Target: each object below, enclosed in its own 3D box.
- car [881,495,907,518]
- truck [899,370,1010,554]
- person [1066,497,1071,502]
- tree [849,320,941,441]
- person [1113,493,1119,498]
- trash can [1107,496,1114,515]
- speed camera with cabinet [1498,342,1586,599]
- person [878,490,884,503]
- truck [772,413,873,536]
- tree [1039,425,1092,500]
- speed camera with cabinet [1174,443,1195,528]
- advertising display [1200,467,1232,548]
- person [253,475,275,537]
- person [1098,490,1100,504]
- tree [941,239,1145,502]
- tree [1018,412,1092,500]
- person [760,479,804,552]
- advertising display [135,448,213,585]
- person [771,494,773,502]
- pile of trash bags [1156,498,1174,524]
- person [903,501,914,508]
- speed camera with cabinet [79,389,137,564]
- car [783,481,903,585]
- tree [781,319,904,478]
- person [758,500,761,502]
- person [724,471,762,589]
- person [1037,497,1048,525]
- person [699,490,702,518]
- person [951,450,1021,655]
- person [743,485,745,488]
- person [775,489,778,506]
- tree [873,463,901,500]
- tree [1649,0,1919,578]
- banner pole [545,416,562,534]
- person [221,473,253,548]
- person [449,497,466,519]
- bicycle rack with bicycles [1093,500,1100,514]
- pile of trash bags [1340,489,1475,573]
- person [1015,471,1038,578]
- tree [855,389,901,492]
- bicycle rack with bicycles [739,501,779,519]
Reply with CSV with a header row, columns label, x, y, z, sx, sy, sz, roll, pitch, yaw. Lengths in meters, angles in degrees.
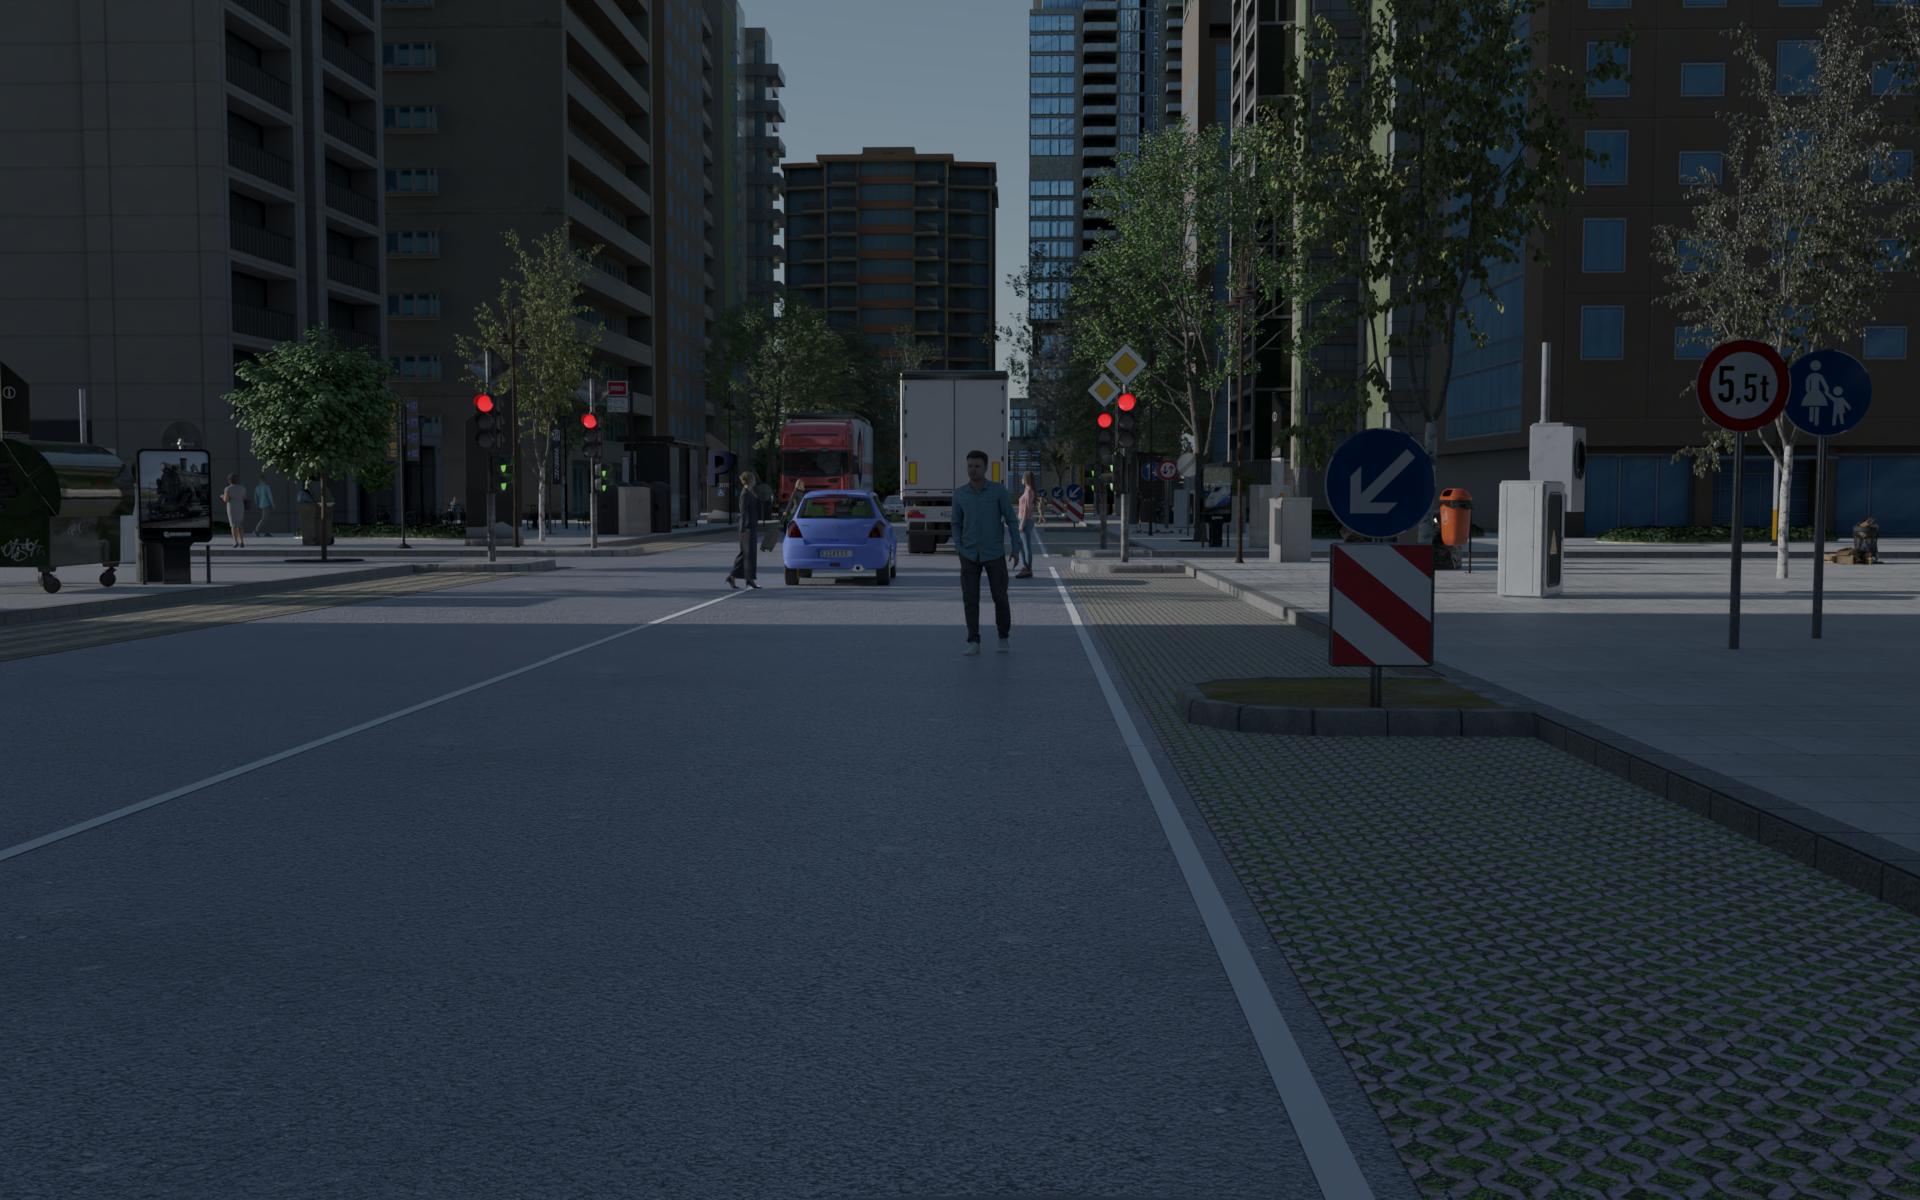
label,x,y,z,sx,sy,sz,roll,pitch,yaw
car,-3.301,-4.931,92.981,2.083,1.381,4.827,0,4,3
truck,-0.048,-3.425,44.916,2.839,4.237,11.283,0,4,1
person,11.664,-10.839,183.805,0.434,1.755,0.990,-3,5,-43
tree,-6.890,-20.499,191.042,12.611,20.169,13.585,0,3,0
person,14.324,-9.302,158.840,0.721,1.735,1.217,-1,4,-17
trash can,9.005,-5.736,105.438,0.748,1.137,0.748,0,3,0
speed camera with cabinet,7.438,-1.694,22.028,0.660,3.252,2.038,2,4,33
person,-7.493,-9.683,164.882,0.721,1.766,1.217,-3,5,-42
truck,-4.726,-4.474,62.063,2.839,4.237,11.283,0,4,1
tree,9.955,-12.238,150.451,4.360,8.622,3.978,0,3,0
speed camera with cabinet,8.791,-4.420,66.603,0.660,3.252,2.038,2,4,24
advertising display,6.167,-2.234,41.736,0.974,1.923,0.123,-3,4,-37
person,-20.752,-2.787,51.476,0.638,1.841,0.748,3,4,37
person,14.639,-10.590,179.975,0.721,1.735,1.217,3,5,42
tree,7.830,-16.697,128.881,12.611,20.169,13.585,0,3,0
tree,10.351,-14.812,176.591,8.767,10.594,7.601,0,4,-7
person,-4.372,-2.127,43.490,1.509,1.804,0.699,-3,5,-39
advertising display,-11.173,-1.189,24.652,0.974,1.923,0.123,-2,4,-35
person,-12.071,-6.240,109.883,0.589,1.601,0.330,2,4,29
pile of trash bags,9.373,-3.944,74.238,1.912,1.369,3.447,0,4,1
person,-1.407,-2.727,52.860,0.659,1.850,0.755,-1,4,-11
speed camera with cabinet,-15.928,-2.330,32.439,2.038,3.252,0.660,3,5,43
car,-1.927,-1.160,28.553,1.945,1.707,3.694,0,3,0
tree,-8.437,-13.353,124.982,9.857,13.997,8.962,0,3,0
person,-14.498,-7.214,124.730,1.217,1.736,0.721,-3,4,-36
person,-3.251,-1.056,26.185,0.534,1.772,0.576,-2,4,-29
person,3.795,-4.145,80.549,0.640,1.303,0.475,2,4,24
person,-14.190,-5.315,93.141,0.583,1.804,0.606,2,4,33
person,0.242,-0.433,15.593,0.660,1.820,0.620,1,4,11
person,-11.588,-5.385,93.447,0.474,1.900,0.648,-2,4,-25
person,-20.151,-11.221,189.525,0.705,1.822,1.348,2,4,24
tree,-6.914,-10.749,159.454,4.285,4.588,4.351,0,3,0
tree,12.630,-4.651,26.410,4.360,8.622,3.978,0,3,0
banner pole,-13.030,-4.010,55.573,0.401,3.779,0.863,2,4,23
person,-17.258,-2.138,41.353,0.532,1.782,0.716,3,5,41
person,-24.414,-4.417,83.756,1.012,1.151,0.738,2,4,24
bicycle rack with bicycles,9.671,-6.026,111.908,2.852,0.926,2.925,1,4,11
pile of trash bags,7.743,-1.199,29.354,1.912,1.369,3.447,-1,4,-12
person,1.127,-1.283,29.480,0.388,1.821,0.555,0,4,1
tree,-7.742,-13.080,148.269,7.601,10.594,8.767,0,4,1
bicycle rack with bicycles,-10.855,-4.755,91.121,2.852,0.926,2.925,-1,4,-15
